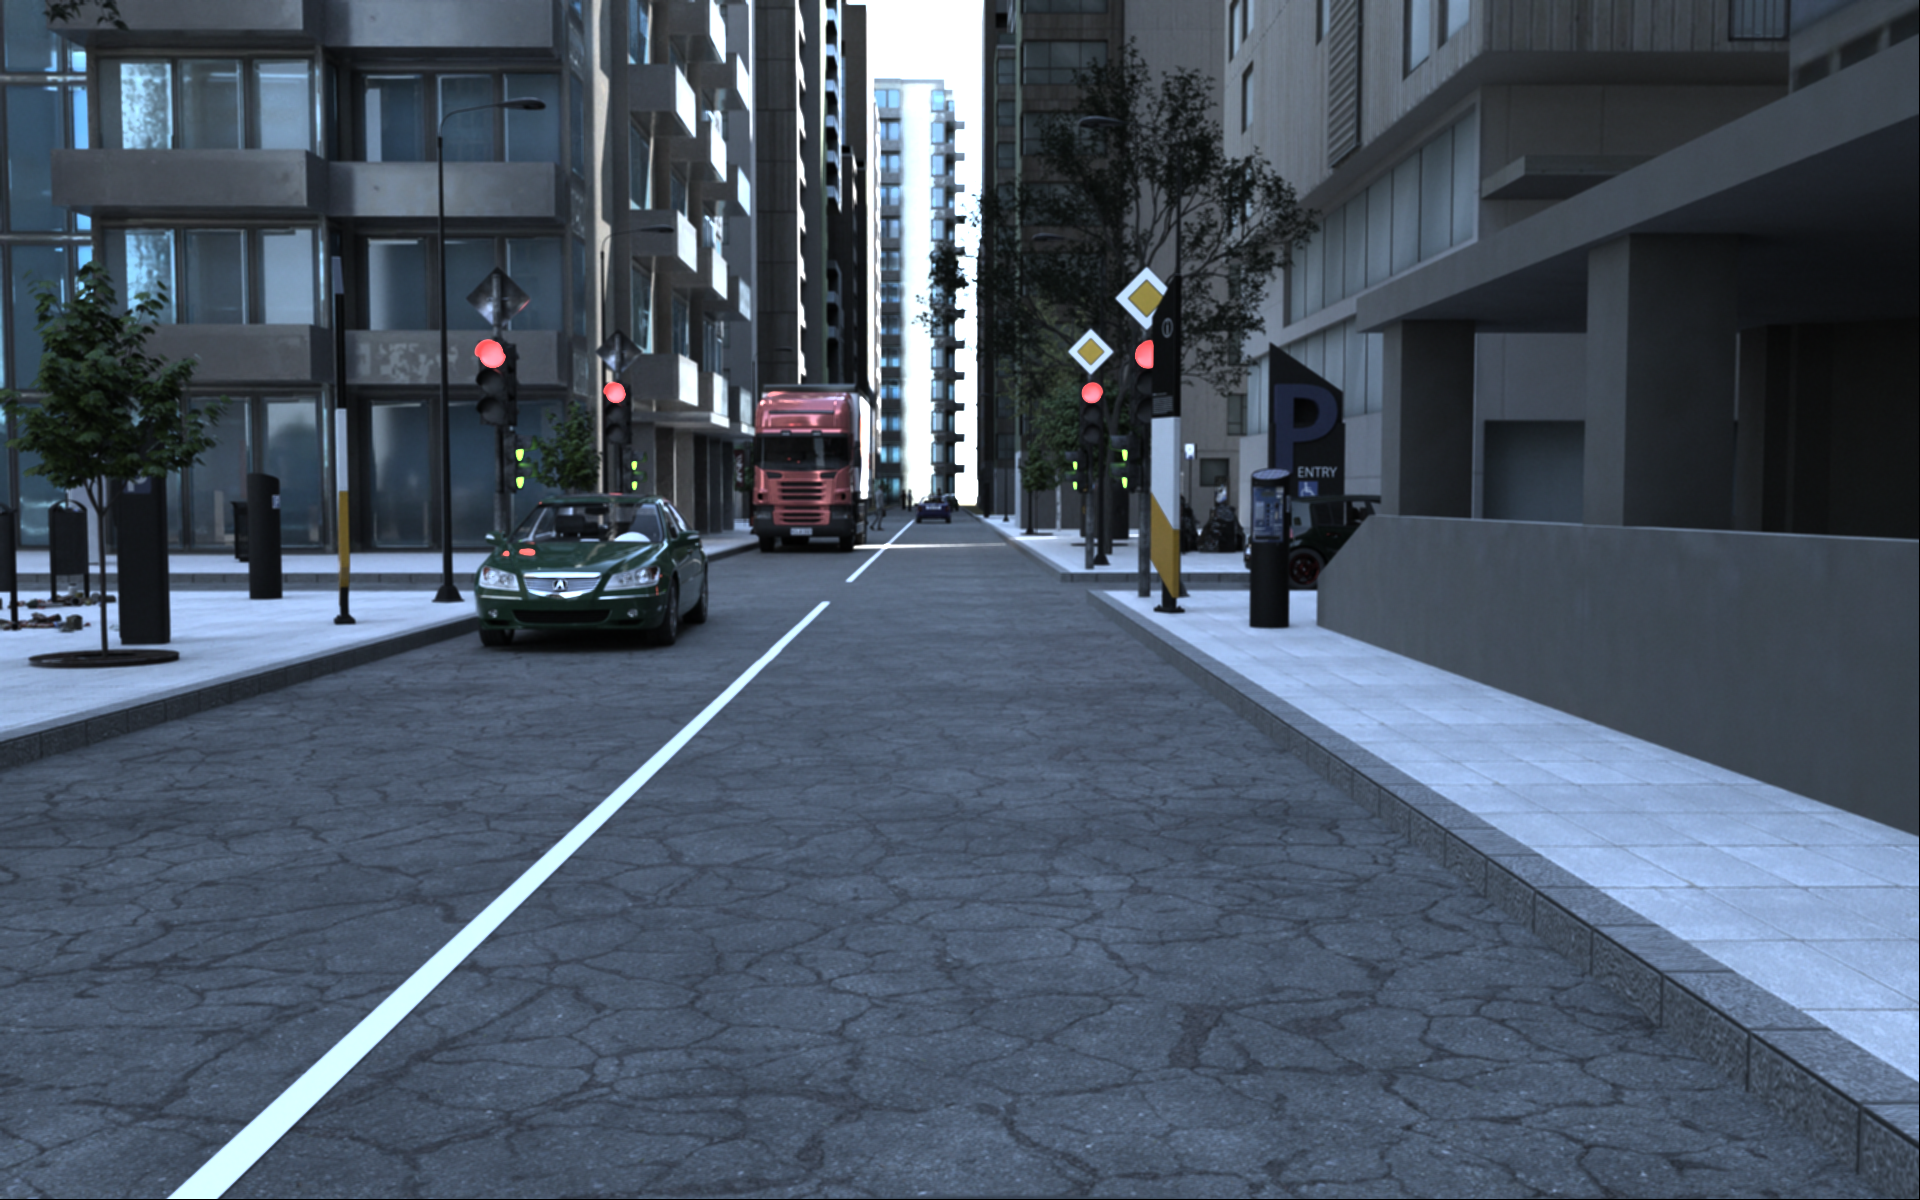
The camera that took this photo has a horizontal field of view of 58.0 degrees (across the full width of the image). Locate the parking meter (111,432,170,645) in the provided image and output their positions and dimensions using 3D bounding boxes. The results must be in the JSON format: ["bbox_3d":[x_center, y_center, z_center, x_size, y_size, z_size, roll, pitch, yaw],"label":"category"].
[{"bbox_3d":[-7.010,-0.557,14.811,0.399,1.863,0.255,-1,4,-11],"label":"parking meter"}]

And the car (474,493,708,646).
[{"bbox_3d":[-3.681,-0.372,17.885,2.131,1.459,4.920,0,4,-2],"label":"car"}]

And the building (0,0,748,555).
[{"bbox_3d":[-18.044,-26.254,48.856,23.786,49.044,30.456,0,4,-1],"label":"building"}]

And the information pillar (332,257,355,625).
[{"bbox_3d":[-6.078,-1.569,17.011,0.183,3.616,0.504,-1,4,-22],"label":"information pillar"}]

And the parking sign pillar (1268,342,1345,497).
[{"bbox_3d":[6.149,-2.586,30.760,1.447,3.967,1.447,0,4,2],"label":"parking sign pillar"}]

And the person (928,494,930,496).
[{"bbox_3d":[-2.824,-9.007,159.025,0.557,1.426,1.065,0,4,-2],"label":"person"}]

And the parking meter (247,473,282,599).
[{"bbox_3d":[-8.519,-0.783,21.215,0.372,1.533,0.369,0,3,0],"label":"parking meter"}]

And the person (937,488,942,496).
[{"bbox_3d":[-1.375,-6.282,111.304,0.705,1.812,1.348,-1,4,-8],"label":"person"}]

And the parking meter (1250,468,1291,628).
[{"bbox_3d":[2.990,-0.507,16.698,0.372,1.533,0.369,0,3,0],"label":"parking meter"}]

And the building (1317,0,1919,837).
[{"bbox_3d":[19.659,-19.390,8.903,32.217,40.220,23.993,0,4,-1],"label":"building"}]

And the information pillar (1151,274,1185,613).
[{"bbox_3d":[2.236,-1.677,18.768,0.183,3.616,0.504,-2,4,-24],"label":"information pillar"}]

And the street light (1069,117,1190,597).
[{"bbox_3d":[2.160,-2.994,21.495,1.470,5.913,1.316,0,4,-1],"label":"street light"}]

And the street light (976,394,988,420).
[{"bbox_3d":[1.596,-6.584,80.187,1.470,5.913,1.316,0,4,-1],"label":"street light"}]

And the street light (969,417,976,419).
[{"bbox_3d":[1.256,-8.079,104.635,1.470,5.913,1.316,0,4,-1],"label":"street light"}]

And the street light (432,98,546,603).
[{"bbox_3d":[-5.562,-2.932,20.472,1.470,5.913,1.316,0,4,-1],"label":"street light"}]

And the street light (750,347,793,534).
[{"bbox_3d":[-5.986,-5.041,54.953,1.470,5.913,1.316,0,4,-1],"label":"street light"}]

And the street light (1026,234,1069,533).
[{"bbox_3d":[1.998,-3.581,31.085,1.470,5.913,1.316,0,4,-1],"label":"street light"}]

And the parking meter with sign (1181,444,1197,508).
[{"bbox_3d":[7.276,-3.871,59.558,1.738,3.016,0.543,-2,4,-32],"label":"parking meter with sign"}]

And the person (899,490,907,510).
[{"bbox_3d":[-5.193,-9.213,159.091,0.705,1.831,1.348,-2,4,-34],"label":"person"}]

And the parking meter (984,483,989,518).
[{"bbox_3d":[1.428,-5.386,93.764,0.255,1.863,0.399,0,4,-6],"label":"parking meter"}]

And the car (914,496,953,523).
[{"bbox_3d":[-1.316,-4.499,86.142,1.945,1.354,3.894,0,4,-1],"label":"car"}]

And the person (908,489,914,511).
[{"bbox_3d":[-4.147,-8.305,144.269,0.705,1.826,1.348,1,4,14],"label":"person"}]

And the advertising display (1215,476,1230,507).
[{"bbox_3d":[9.363,-3.465,61.874,0.123,1.923,0.974,-1,4,-18],"label":"advertising display"}]

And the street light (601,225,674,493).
[{"bbox_3d":[-5.640,-3.519,30.081,1.470,5.913,1.316,0,4,-1],"label":"street light"}]

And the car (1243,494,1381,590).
[{"bbox_3d":[6.477,-1.024,26.530,4.222,1.686,2.009,0,4,-1],"label":"car"}]

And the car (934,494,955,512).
[{"bbox_3d":[-1.487,-7.883,140.687,2.131,1.459,4.920,0,4,0],"label":"car"}]

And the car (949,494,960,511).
[{"bbox_3d":[-1.025,-8.365,148.568,2.131,1.459,4.920,0,4,0],"label":"car"}]

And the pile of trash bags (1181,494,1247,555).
[{"bbox_3d":[5.112,-1.730,38.031,1.912,1.369,3.447,2,4,24],"label":"pile of trash bags"}]

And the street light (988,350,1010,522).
[{"bbox_3d":[1.731,-5.093,55.819,1.470,5.913,1.316,0,4,-1],"label":"street light"}]

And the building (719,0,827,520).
[{"bbox_3d":[-14.488,-24.948,91.492,14.154,41.232,14.086,0,4,-1],"label":"building"}]

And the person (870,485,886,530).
[{"bbox_3d":[-3.177,-3.679,68.780,0.853,1.813,0.709,-3,5,-39],"label":"person"}]
